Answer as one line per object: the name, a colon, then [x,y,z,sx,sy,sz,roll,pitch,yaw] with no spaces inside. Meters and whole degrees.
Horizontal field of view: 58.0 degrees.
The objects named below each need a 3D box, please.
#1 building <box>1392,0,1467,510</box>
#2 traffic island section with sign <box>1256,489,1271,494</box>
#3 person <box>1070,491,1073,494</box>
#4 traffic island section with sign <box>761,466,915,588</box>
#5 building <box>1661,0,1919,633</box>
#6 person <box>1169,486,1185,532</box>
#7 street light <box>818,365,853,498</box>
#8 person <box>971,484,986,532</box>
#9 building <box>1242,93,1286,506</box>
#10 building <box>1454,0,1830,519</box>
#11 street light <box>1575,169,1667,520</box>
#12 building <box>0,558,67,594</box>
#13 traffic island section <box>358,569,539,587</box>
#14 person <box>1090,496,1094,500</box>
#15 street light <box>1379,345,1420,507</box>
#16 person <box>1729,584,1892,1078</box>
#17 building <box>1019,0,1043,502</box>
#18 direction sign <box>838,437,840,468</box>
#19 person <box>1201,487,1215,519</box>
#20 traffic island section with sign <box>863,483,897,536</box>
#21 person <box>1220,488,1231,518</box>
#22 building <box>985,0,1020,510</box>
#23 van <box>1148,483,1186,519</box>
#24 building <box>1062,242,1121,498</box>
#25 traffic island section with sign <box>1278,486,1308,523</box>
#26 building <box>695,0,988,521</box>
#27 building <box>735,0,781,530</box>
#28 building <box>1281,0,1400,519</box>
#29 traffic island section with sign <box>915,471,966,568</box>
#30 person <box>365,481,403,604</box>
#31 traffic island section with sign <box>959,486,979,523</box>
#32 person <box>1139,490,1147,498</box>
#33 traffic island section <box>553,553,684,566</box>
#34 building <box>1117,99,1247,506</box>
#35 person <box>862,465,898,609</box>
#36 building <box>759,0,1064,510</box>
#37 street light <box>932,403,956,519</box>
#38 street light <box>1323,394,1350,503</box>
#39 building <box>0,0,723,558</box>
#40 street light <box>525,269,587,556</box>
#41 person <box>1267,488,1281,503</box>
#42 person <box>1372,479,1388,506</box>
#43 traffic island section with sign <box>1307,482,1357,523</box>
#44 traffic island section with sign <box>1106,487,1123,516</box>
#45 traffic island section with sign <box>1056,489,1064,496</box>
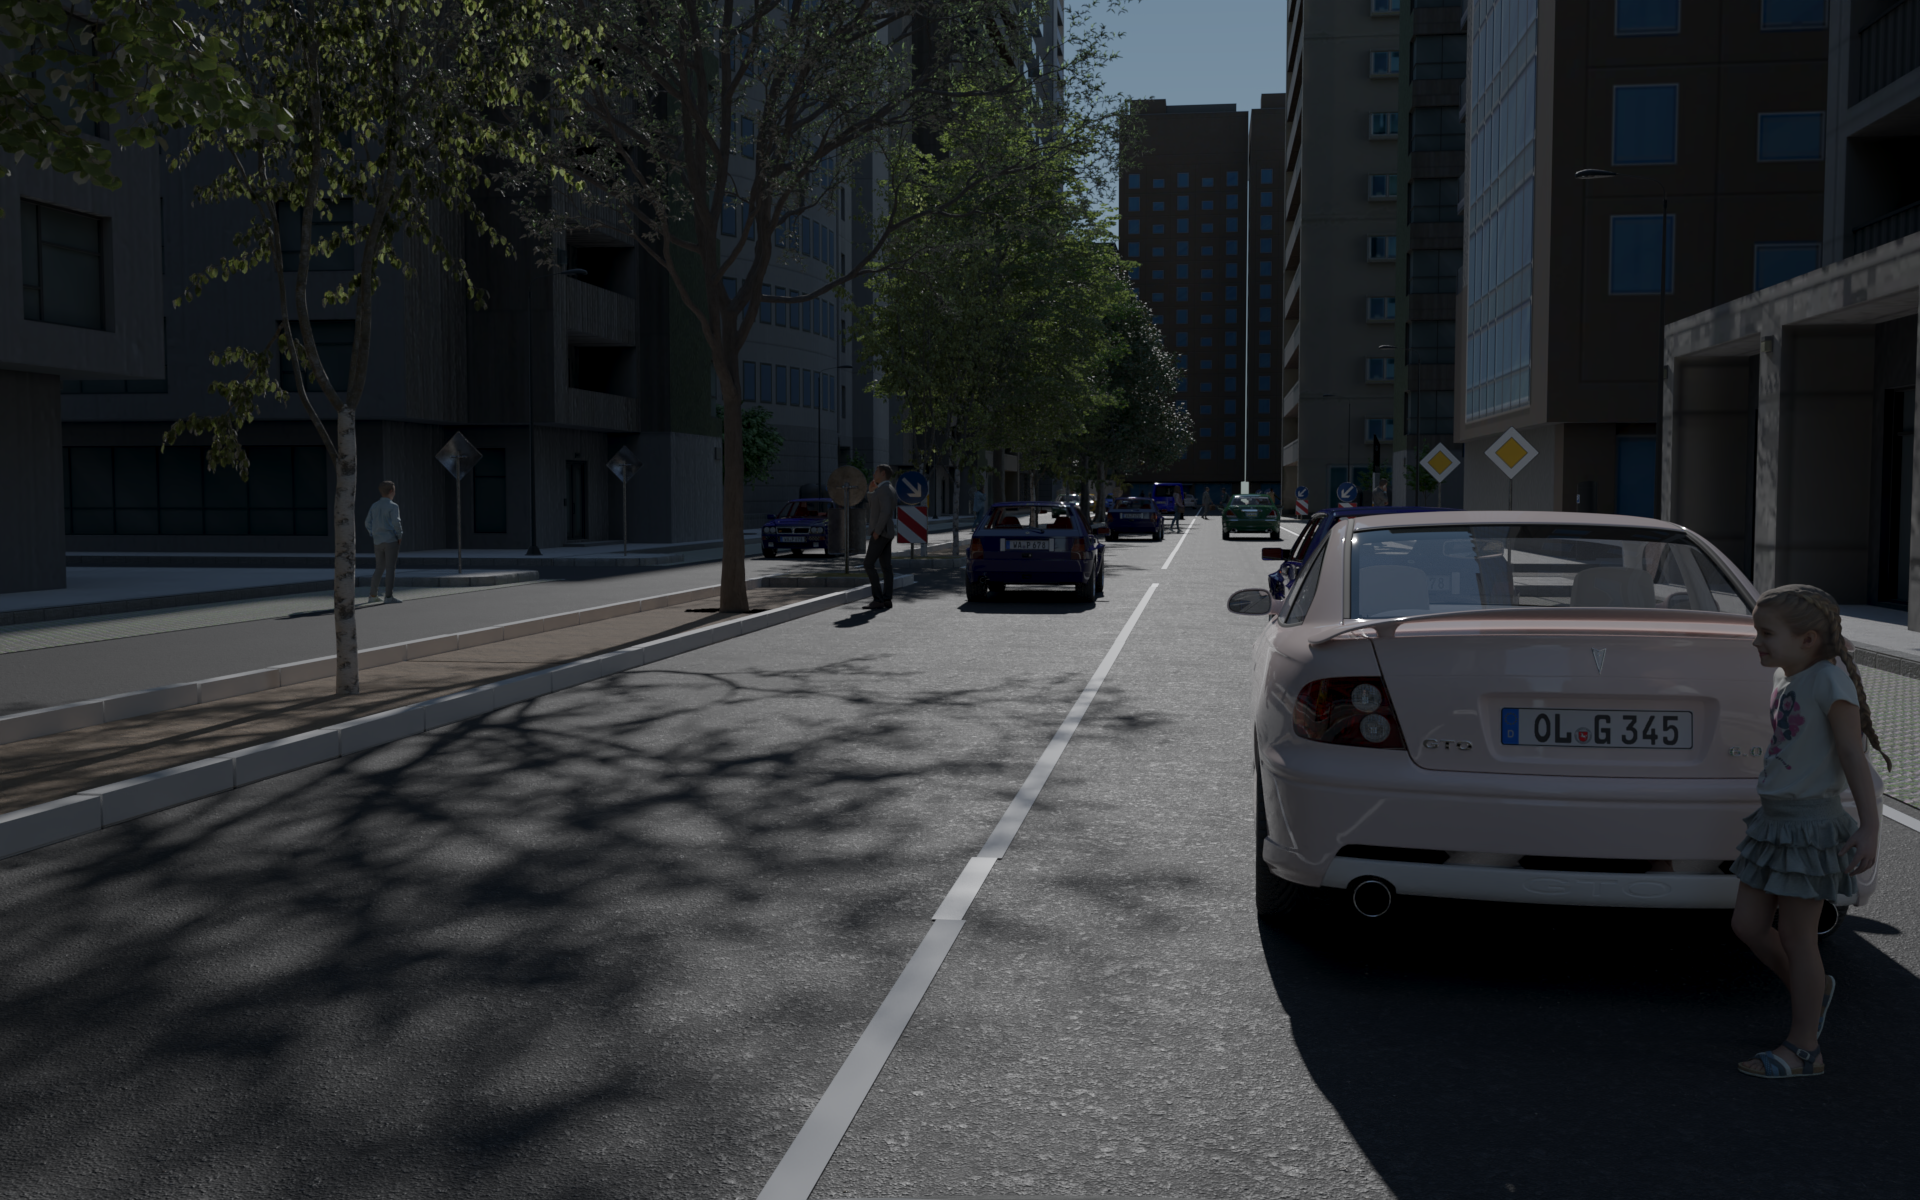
building: [24.070,-18.099,67.619,14.160,30.474,14.107,1,4,8]
traffic island section with sign: [23.858,-7.697,134.471,1.989,1.847,2.006,1,4,8]
person: [7.407,-6.472,115.038,1.217,1.743,0.721,1,4,10]
traffic island section with sign: [-1.913,-1.172,27.296,2.006,1.907,1.989,1,4,8]
building: [18.891,-35.079,11.799,20.563,71.187,20.611,1,4,8]
person: [8.190,-3.457,65.610,0.643,1.750,0.593,-1,4,-8]
street light: [-4.548,-5.503,62.516,1.470,5.913,1.316,1,4,8]
person: [0.698,-3.448,65.132,0.793,1.790,0.793,2,4,30]
building: [39.844,-33.404,196.266,14.200,45.320,14.600,1,4,8]
building: [19.623,-23.778,38.875,14.200,45.320,14.600,1,4,8]
street light: [9.502,-3.201,24.883,1.470,5.913,1.316,1,4,8]
building: [-18.483,-15.204,20.292,14.107,30.474,14.160,1,4,8]
traffic island section: [-8.090,-0.347,27.947,2.009,0.180,2.903,1,4,8]
person: [8.825,-6.838,120.827,1.217,1.766,0.721,-1,4,-21]
street light: [13.772,-4.994,54.192,1.470,5.913,1.316,1,4,8]
person: [2.125,0.568,4.232,0.382,1.210,0.505,0,4,-4]
building: [-4.759,-32.356,148.622,23.786,49.044,30.456,1,4,8]
direction sign: [-4.821,-4.714,69.066,0.379,3.537,0.876,0,4,-2]
person: [13.993,-5.470,98.063,0.853,1.813,0.709,2,4,32]
traffic island section with sign: [-3.106,-3.152,60.156,1.989,1.847,2.006,1,4,8]
person: [15.843,-5.794,103.582,0.721,1.781,0.623,0,4,-7]
building: [-7.495,-30.525,122.783,21.300,48.544,21.600,1,4,8]
van: [12.116,-5.914,101.071,2.240,2.365,5.245,0,4,6]
building: [11.517,-26.245,200.800,14.107,30.474,14.160,1,4,8]
traffic island section with sign: [16.906,-4.757,86.400,1.989,1.847,2.006,1,4,8]
building: [-6.215,-20.106,100.431,14.160,30.474,14.107,1,4,8]
building: [-15.884,-32.389,71.559,21.231,58.520,28.212,1,4,8]
building: [29.117,-28.821,94.927,21.300,48.544,21.600,1,4,8]
traffic island section with sign: [-0.845,-1.620,34.626,2.006,1.907,1.989,1,4,8]
person: [-7.513,-0.758,22.704,0.589,1.601,0.330,2,4,33]
traffic island section with sign: [0.764,-4.795,87.025,1.989,1.847,2.006,1,4,8]
person: [16.980,-9.319,160.873,0.705,1.822,1.348,-3,5,-39]
traffic island section: [-6.949,-0.830,35.850,2.009,0.180,2.903,1,4,8]
building: [25.671,-33.592,199.332,14.200,45.320,14.600,1,4,8]
person: [-1.014,-0.798,21.726,0.473,1.802,0.592,1,4,21]
building: [-3.862,-38.756,175.651,28.212,58.520,21.231,1,4,8]
street light: [-0.737,-7.122,88.984,1.470,5.913,1.316,1,4,8]
street light: [17.557,-6.611,80.633,1.470,5.913,1.316,1,4,8]
building: [-14.710,-16.583,42.841,14.160,30.474,14.107,1,4,8]
street light: [-8.381,-3.879,35.965,1.470,5.913,1.316,1,4,8]
person: [20.076,-6.299,111.590,1.348,1.812,0.705,2,4,28]
person: [11.576,-2.406,47.644,0.447,1.846,0.655,-1,4,-10]
traffic island section with sign: [12.867,-3.040,58.324,1.989,1.847,2.006,1,4,8]
traffic island section with sign: [9.877,-6.169,108.998,2.006,1.907,1.989,1,4,8]
traffic island section with sign: [7.953,-7.839,136.793,1.989,1.847,2.006,1,4,8]
